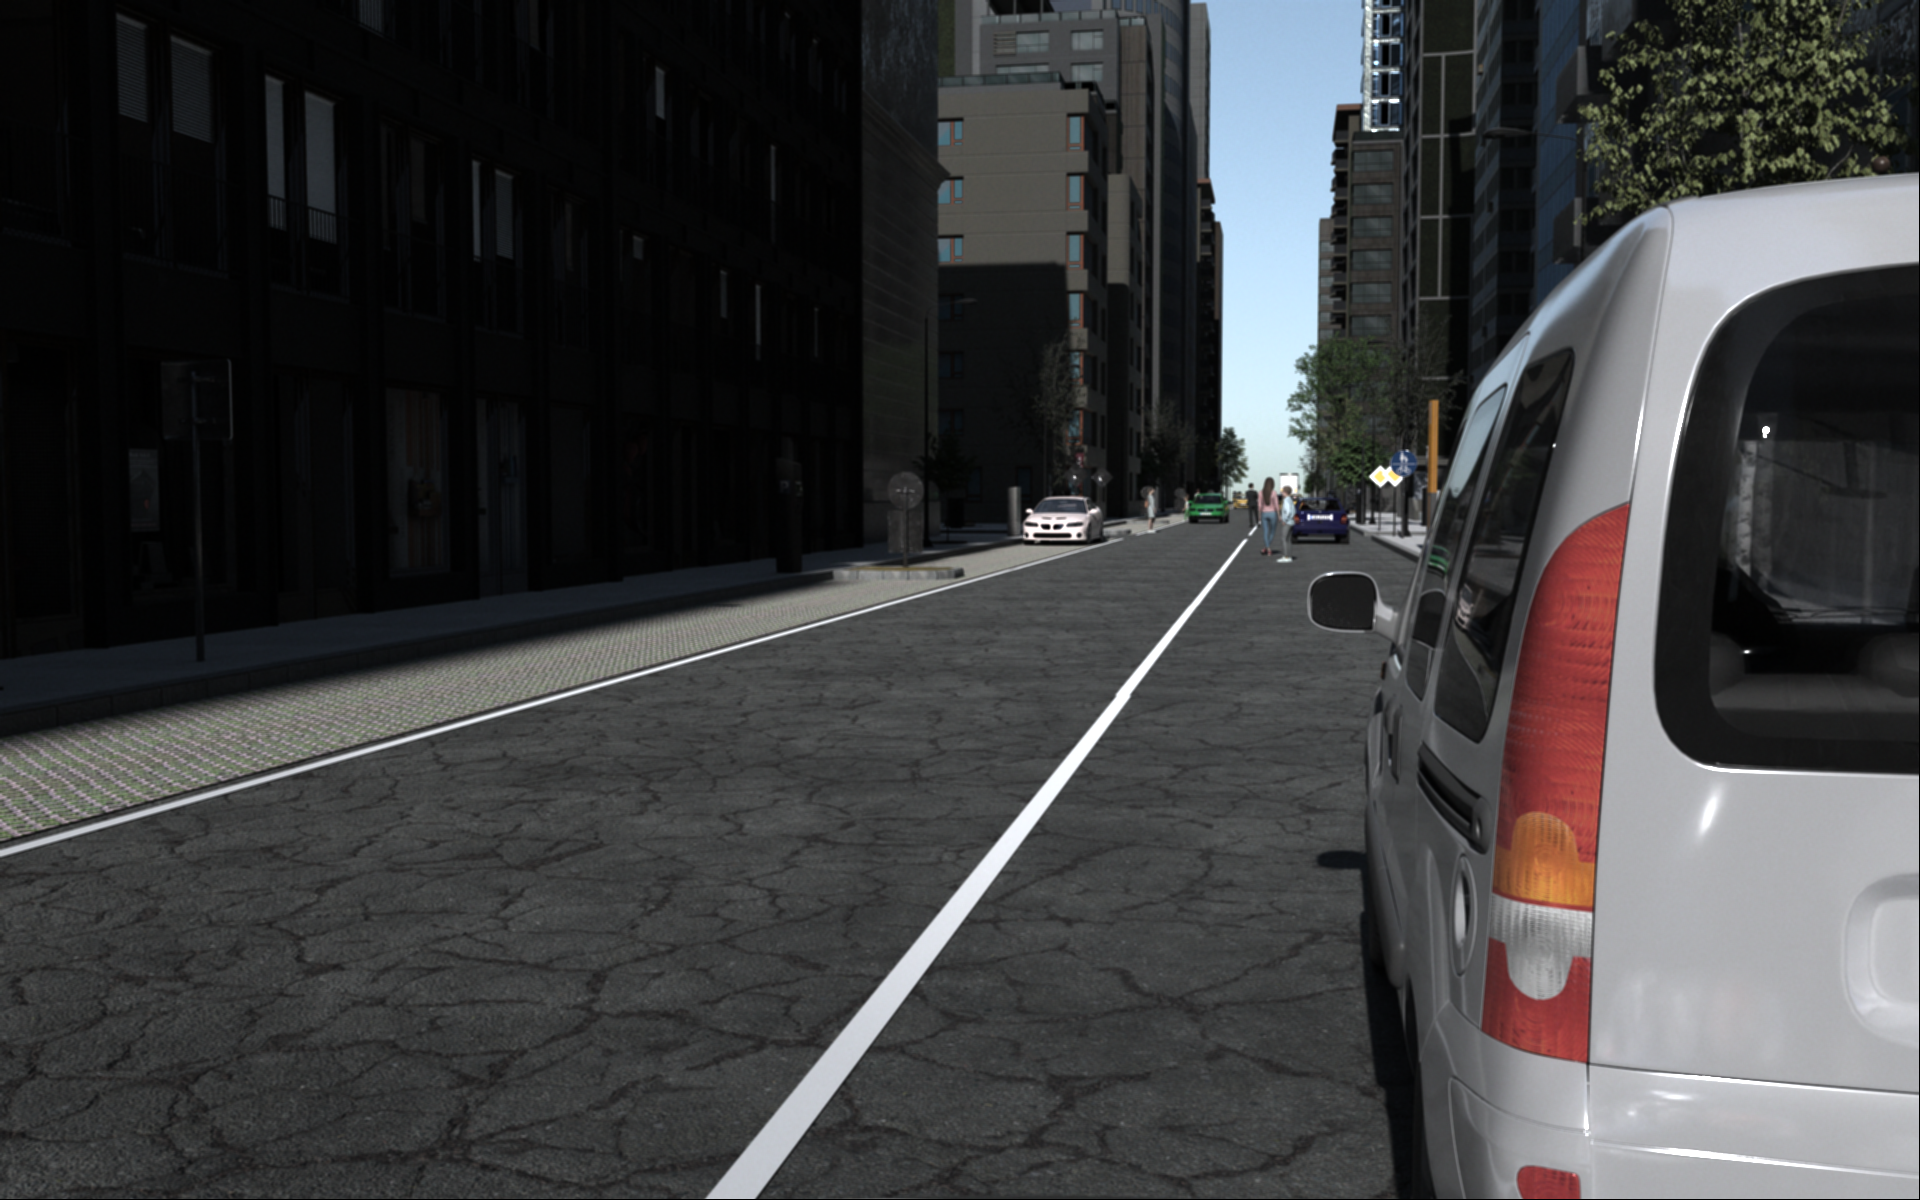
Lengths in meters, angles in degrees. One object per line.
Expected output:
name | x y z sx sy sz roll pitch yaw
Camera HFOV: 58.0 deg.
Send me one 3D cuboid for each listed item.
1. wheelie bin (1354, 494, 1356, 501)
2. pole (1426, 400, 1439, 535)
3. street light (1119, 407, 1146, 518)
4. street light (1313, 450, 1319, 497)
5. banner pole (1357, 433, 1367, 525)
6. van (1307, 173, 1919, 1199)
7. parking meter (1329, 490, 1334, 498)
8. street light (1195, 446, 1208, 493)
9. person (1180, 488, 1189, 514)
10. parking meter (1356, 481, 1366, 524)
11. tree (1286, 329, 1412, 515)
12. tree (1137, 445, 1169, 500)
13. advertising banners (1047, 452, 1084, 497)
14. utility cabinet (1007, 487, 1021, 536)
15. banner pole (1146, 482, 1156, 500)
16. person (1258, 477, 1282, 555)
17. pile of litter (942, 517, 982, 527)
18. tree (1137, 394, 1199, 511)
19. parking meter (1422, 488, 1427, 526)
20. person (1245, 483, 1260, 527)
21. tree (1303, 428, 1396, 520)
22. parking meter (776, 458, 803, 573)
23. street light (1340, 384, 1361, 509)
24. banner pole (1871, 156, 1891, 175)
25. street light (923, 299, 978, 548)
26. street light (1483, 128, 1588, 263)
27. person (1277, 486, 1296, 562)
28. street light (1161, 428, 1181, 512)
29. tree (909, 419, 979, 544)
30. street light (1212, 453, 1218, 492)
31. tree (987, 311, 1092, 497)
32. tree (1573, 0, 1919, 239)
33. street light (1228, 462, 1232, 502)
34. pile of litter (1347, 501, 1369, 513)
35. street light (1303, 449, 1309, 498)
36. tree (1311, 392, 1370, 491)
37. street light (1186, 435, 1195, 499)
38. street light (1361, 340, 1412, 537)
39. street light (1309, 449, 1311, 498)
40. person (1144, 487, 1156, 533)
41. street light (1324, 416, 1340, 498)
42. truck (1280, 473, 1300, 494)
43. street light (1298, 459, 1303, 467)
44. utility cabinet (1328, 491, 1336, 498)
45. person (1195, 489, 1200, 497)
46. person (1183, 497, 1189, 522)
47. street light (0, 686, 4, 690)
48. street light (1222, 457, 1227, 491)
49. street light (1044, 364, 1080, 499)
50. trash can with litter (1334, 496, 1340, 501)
wheelie bin | 28.350 -7.027 122.796 0.693 1.594 0.980 0 4 -3
pole | 10.263 -2.678 37.625 0.158 3.312 0.155 0 3 0
street light | 9.163 -7.317 92.182 1.470 5.913 1.316 1 4 10
street light | 28.119 -9.840 133.427 1.470 5.913 1.316 1 4 10
banner pole | 16.704 -5.007 71.879 0.401 3.779 0.863 1 4 9
van | 1.792 0.194 3.848 2.013 2.044 4.112 1 4 12
parking meter | 25.355 -6.719 118.274 0.372 1.533 0.369 0 3 0
street light | 23.298 -11.964 168.156 1.470 5.913 1.316 1 4 10
person | 15.345 -6.732 118.532 0.822 1.834 0.622 0 4 0
parking meter | 17.338 -4.233 74.925 0.255 1.863 0.399 -2 4 -31
tree | 24.094 -11.153 108.111 9.928 11.665 9.643 0 3 0
tree | 12.232 -8.087 115.928 4.285 4.588 4.351 0 3 0
advertising banners | 4.432 -4.708 73.163 2.074 3.025 0.090 3 5 43
utility cabinet | 1.649 -2.720 53.155 0.318 1.500 1.173 0 4 8
banner pole | 13.555 -8.156 123.365 0.863 3.779 0.401 0 3 0
person | 7.242 -1.955 40.473 0.555 1.821 0.388 1 4 16
pile of litter | 0.093 -3.294 67.821 1.719 0.858 1.176 -1 4 -12
tree | 15.700 -11.120 132.177 4.360 8.622 3.978 0 3 0
parking meter | 18.736 -3.735 69.477 0.372 1.533 0.369 0 3 0
person | 12.723 -4.122 75.254 0.648 1.900 0.474 1 4 12
tree | 19.848 -6.249 85.882 4.285 4.588 4.351 0 3 0
parking meter | -2.773 -1.373 28.168 0.399 1.863 0.255 2 4 27
street light | 16.954 -6.166 73.352 1.470 5.913 1.316 1 4 10
banner pole | 6.831 -1.417 13.178 0.401 3.779 0.863 0 4 1
street light | -0.275 -4.215 41.462 1.470 5.913 1.316 1 4 10
street light | 7.338 -3.028 22.054 1.470 5.913 1.316 1 4 10
person | 6.928 -1.614 36.692 0.330 1.601 0.589 2 4 34
street light | 14.858 -9.153 122.199 1.470 5.913 1.316 1 4 10
tree | -0.213 -3.083 45.005 1.663 3.219 1.824 0 3 0
street light | 28.934 -13.804 198.235 1.470 5.913 1.316 1 4 10
tree | 3.407 -7.237 68.690 4.360 8.622 3.978 0 3 0
tree | 8.165 -4.125 17.805 4.737 8.622 4.395 0 3 0
street light | 38.346 -16.921 249.204 1.470 5.913 1.316 1 4 10
pile of litter | 27.294 -6.430 119.103 1.719 0.858 1.176 1 4 17
street light | 36.517 -12.637 179.148 1.470 5.913 1.316 1 4 10
tree | 27.208 -10.635 124.238 4.737 8.622 4.395 0 3 0
street light | 17.649 -10.083 137.402 1.470 5.913 1.316 1 4 10
street light | 12.950 -4.877 52.281 1.470 5.913 1.316 1 4 10
street light | 30.822 -10.738 148.106 1.470 5.913 1.316 1 4 10
person | 7.092 -3.350 64.282 0.522 1.701 0.512 -1 4 -10
street light | 22.430 -8.004 103.409 1.470 5.913 1.316 1 4 10
truck | 45.834 -15.419 241.017 2.839 4.237 11.283 1 4 12
street light | 45.837 -15.701 229.258 1.470 5.913 1.316 1 4 10
utility cabinet | 28.133 -7.476 130.911 0.318 1.500 1.173 2 4 31
person | 14.836 -6.023 107.538 0.480 1.755 0.524 1 4 18
person | 11.862 -4.743 90.297 0.590 1.304 0.306 -1 4 -14
street light | -5.916 -2.354 11.034 1.470 5.913 1.316 1 4 10
street light | 32.797 -15.084 219.160 1.470 5.913 1.316 1 4 10
street light | 3.600 -5.480 62.140 1.470 5.913 1.316 1 4 10
trash can with litter | 28.032 -7.129 127.942 1.055 1.170 0.624 2 4 28
